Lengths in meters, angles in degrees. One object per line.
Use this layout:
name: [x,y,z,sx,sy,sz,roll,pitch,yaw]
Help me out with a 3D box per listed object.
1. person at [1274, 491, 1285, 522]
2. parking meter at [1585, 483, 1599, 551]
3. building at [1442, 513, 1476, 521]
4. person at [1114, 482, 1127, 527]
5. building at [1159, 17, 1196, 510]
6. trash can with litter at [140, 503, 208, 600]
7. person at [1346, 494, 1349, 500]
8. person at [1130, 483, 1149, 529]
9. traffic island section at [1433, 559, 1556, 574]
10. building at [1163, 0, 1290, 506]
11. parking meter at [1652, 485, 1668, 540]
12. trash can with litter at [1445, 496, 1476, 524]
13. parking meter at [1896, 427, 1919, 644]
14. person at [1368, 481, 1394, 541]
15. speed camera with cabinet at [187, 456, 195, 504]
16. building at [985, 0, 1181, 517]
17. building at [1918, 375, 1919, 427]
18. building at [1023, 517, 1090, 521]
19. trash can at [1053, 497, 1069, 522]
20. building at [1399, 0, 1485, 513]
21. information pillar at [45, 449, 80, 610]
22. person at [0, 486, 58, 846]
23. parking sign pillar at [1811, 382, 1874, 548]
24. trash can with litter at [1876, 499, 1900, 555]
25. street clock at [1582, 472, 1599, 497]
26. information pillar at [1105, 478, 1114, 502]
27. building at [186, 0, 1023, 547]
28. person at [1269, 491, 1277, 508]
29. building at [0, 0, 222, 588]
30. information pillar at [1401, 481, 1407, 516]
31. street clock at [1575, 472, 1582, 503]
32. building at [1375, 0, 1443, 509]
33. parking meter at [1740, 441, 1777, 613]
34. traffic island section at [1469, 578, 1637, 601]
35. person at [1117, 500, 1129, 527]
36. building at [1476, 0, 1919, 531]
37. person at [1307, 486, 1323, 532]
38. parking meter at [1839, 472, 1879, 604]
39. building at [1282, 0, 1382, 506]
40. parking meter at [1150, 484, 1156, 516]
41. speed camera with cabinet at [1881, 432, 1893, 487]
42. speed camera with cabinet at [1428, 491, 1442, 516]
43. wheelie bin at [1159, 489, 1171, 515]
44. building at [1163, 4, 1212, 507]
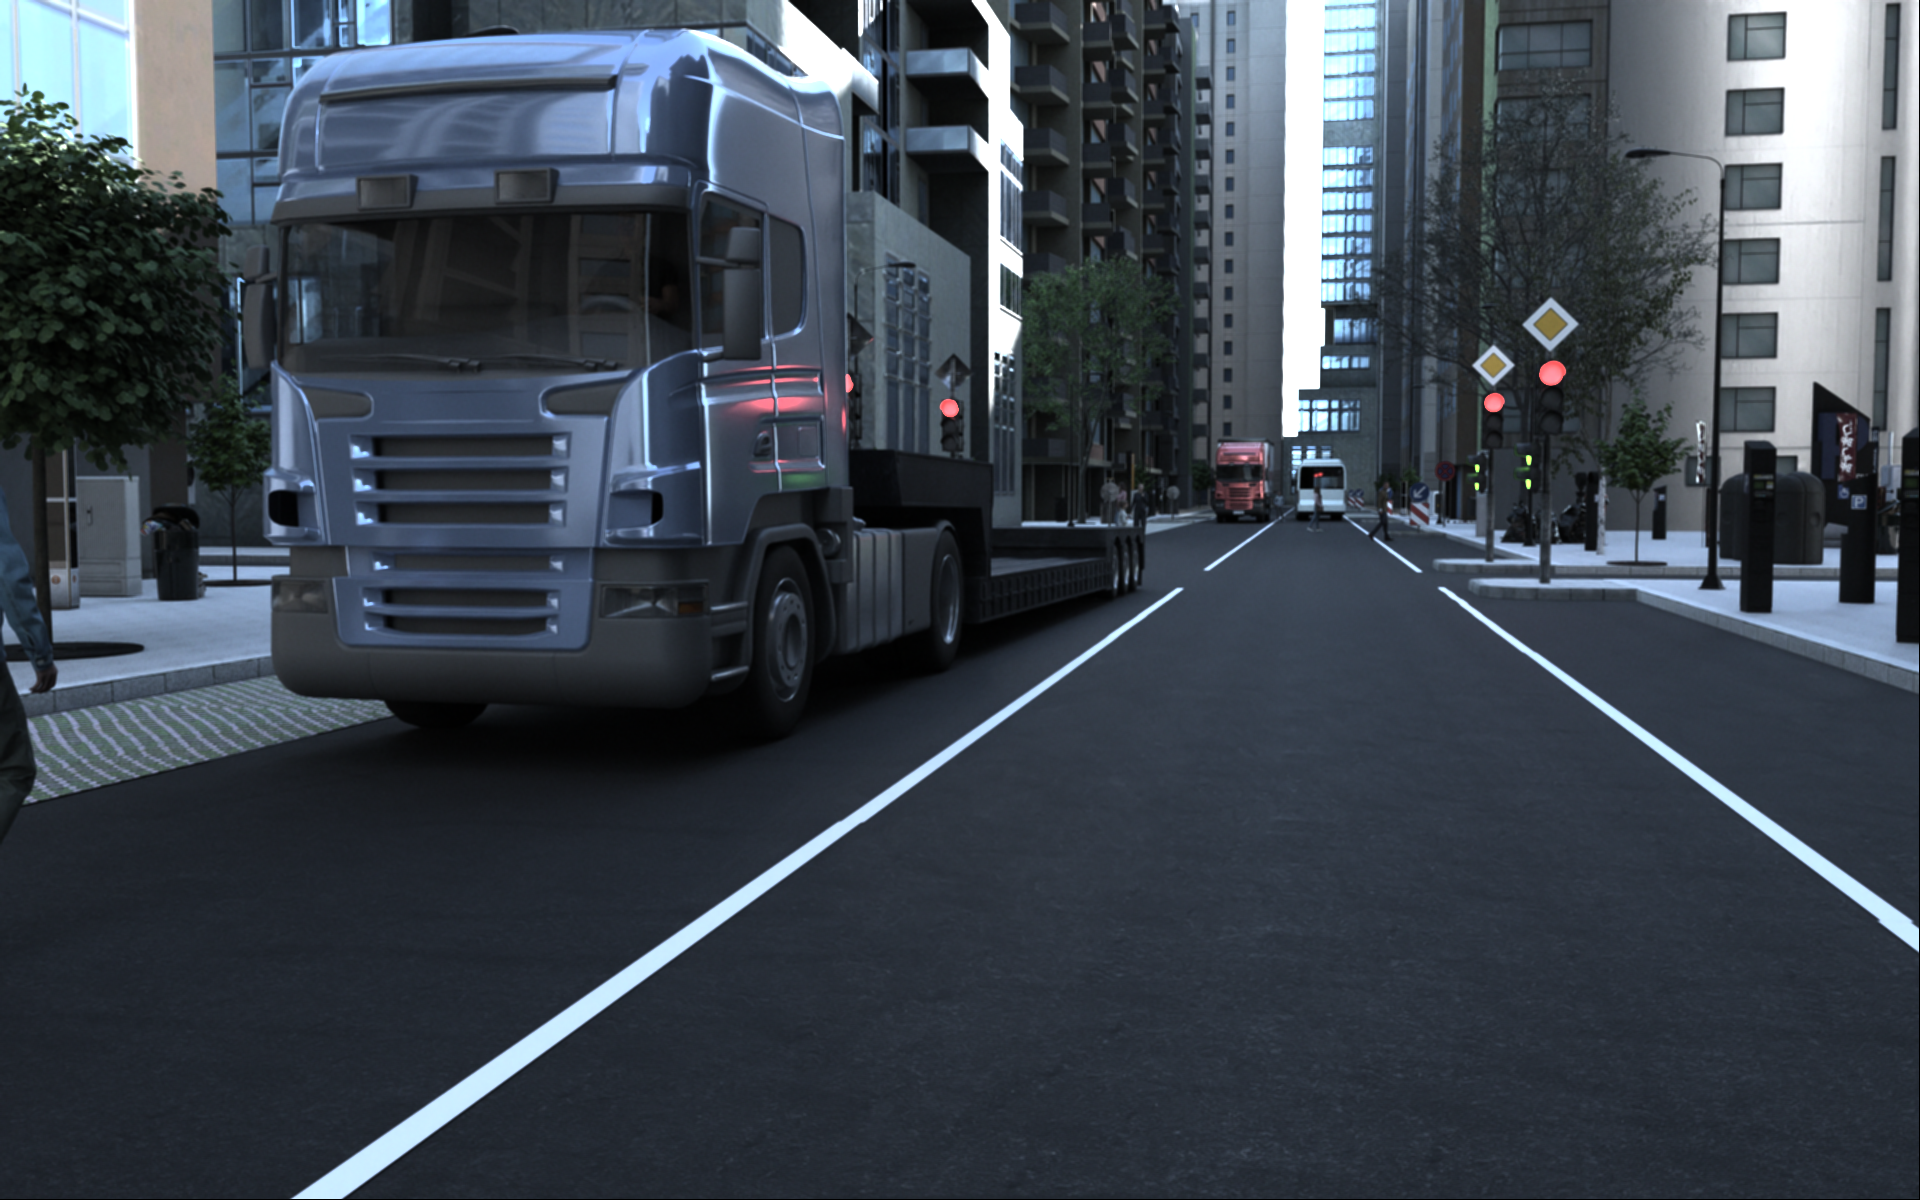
person: [16.534,-4.855,89.693,0.589,1.601,0.330,0,4,2]
parking meter: [14.339,-1.881,39.164,0.372,1.533,0.369,0,3,0]
building: [31.806,-26.714,86.879,14.600,45.320,14.200,1,4,12]
person: [5.292,-2.976,57.165,0.388,1.821,0.555,-2,4,-24]
building: [12.167,-28.264,145.713,14.154,41.232,14.086,1,4,12]
trash can with litter: [-9.578,-0.598,21.166,0.624,1.170,1.055,-1,4,-15]
person: [33.409,-8.707,150.861,1.348,1.823,0.705,-2,4,-34]
person: [5.701,-2.818,54.988,0.576,1.772,0.534,0,4,-3]
traffic island section: [10.021,-0.638,32.706,2.009,0.180,2.903,1,4,12]
building: [23.872,-40.415,202.778,28.212,58.520,21.231,1,4,12]
parking meter: [19.808,-2.484,49.020,0.372,1.533,0.369,0,3,0]
trash can with litter: [22.102,-3.970,75.963,2.233,1.210,1.678,1,4,20]
parking meter: [8.288,-0.564,14.939,0.255,1.863,0.399,3,5,44]
person: [12.992,-2.746,53.303,0.836,1.842,0.656,0,4,-2]
speed camera with cabinet: [-17.723,-2.704,38.551,0.660,3.252,2.038,0,4,-1]
building: [4.185,-28.791,125.352,22.147,44.769,28.867,1,4,12]
building: [97.057,-30.714,156.796,28.867,44.769,22.147,1,4,12]
building: [-2.058,-26.913,94.656,22.147,44.769,28.867,1,4,12]
trash can: [4.632,-4.134,79.251,0.748,1.137,0.748,0,3,0]
building: [43.971,-30.102,142.280,14.600,45.320,14.200,1,4,12]
information pillar: [-9.997,-0.900,19.209,0.304,2.012,0.304,-1,4,-8]
person: [-3.099,0.219,5.258,0.601,1.785,0.444,1,4,13]
parking sign pillar: [21.168,-3.247,41.560,1.447,3.967,1.447,0,4,3]
trash can with litter: [19.338,-1.542,36.604,1.055,1.170,0.624,0,4,7]
street clock: [20.461,-3.143,55.965,0.358,2.002,0.471,0,4,-3]
information pillar: [6.956,-4.654,80.587,0.304,2.012,0.304,3,4,36]
building: [-9.654,-45.217,51.966,22.319,86.520,31.000,1,4,12]
person: [31.345,-10.004,172.854,0.721,1.735,1.217,-3,4,-36]
building: [-19.883,-22.658,20.571,14.200,45.320,14.600,1,4,12]
information pillar: [25.854,-5.892,100.833,0.304,2.012,0.304,2,4,25]
street clock: [20.642,-3.244,57.603,0.358,2.002,0.471,0,4,-2]
building: [50.144,-37.952,162.508,21.231,58.520,28.212,1,4,12]
parking meter: [8.661,-0.800,18.794,0.255,1.863,0.399,1,4,11]
traffic island section: [8.422,-0.159,24.882,2.009,0.180,2.903,1,4,12]
person: [3.808,-1.681,40.268,0.394,1.301,0.425,-2,4,-24]
building: [26.996,-23.354,65.426,14.154,41.232,14.086,1,4,12]
person: [13.575,-3.489,66.130,0.643,1.750,0.593,0,4,3]
parking meter: [10.597,-0.735,20.424,0.372,1.533,0.369,0,3,0]
building: [53.045,-54.076,196.819,31.000,86.520,22.319,1,4,12]
parking meter: [11.175,-5.811,100.718,0.399,1.863,0.255,-3,5,-43]
speed camera with cabinet: [29.941,-3.694,54.728,0.660,3.252,2.038,0,4,-3]
speed camera with cabinet: [28.414,-6.542,101.303,2.038,3.252,0.660,-1,4,-17]
wheelie bin: [12.870,-6.166,108.715,0.693,1.594,0.980,1,4,22]
building: [9.432,-33.860,173.213,30.456,49.044,23.786,1,4,12]
